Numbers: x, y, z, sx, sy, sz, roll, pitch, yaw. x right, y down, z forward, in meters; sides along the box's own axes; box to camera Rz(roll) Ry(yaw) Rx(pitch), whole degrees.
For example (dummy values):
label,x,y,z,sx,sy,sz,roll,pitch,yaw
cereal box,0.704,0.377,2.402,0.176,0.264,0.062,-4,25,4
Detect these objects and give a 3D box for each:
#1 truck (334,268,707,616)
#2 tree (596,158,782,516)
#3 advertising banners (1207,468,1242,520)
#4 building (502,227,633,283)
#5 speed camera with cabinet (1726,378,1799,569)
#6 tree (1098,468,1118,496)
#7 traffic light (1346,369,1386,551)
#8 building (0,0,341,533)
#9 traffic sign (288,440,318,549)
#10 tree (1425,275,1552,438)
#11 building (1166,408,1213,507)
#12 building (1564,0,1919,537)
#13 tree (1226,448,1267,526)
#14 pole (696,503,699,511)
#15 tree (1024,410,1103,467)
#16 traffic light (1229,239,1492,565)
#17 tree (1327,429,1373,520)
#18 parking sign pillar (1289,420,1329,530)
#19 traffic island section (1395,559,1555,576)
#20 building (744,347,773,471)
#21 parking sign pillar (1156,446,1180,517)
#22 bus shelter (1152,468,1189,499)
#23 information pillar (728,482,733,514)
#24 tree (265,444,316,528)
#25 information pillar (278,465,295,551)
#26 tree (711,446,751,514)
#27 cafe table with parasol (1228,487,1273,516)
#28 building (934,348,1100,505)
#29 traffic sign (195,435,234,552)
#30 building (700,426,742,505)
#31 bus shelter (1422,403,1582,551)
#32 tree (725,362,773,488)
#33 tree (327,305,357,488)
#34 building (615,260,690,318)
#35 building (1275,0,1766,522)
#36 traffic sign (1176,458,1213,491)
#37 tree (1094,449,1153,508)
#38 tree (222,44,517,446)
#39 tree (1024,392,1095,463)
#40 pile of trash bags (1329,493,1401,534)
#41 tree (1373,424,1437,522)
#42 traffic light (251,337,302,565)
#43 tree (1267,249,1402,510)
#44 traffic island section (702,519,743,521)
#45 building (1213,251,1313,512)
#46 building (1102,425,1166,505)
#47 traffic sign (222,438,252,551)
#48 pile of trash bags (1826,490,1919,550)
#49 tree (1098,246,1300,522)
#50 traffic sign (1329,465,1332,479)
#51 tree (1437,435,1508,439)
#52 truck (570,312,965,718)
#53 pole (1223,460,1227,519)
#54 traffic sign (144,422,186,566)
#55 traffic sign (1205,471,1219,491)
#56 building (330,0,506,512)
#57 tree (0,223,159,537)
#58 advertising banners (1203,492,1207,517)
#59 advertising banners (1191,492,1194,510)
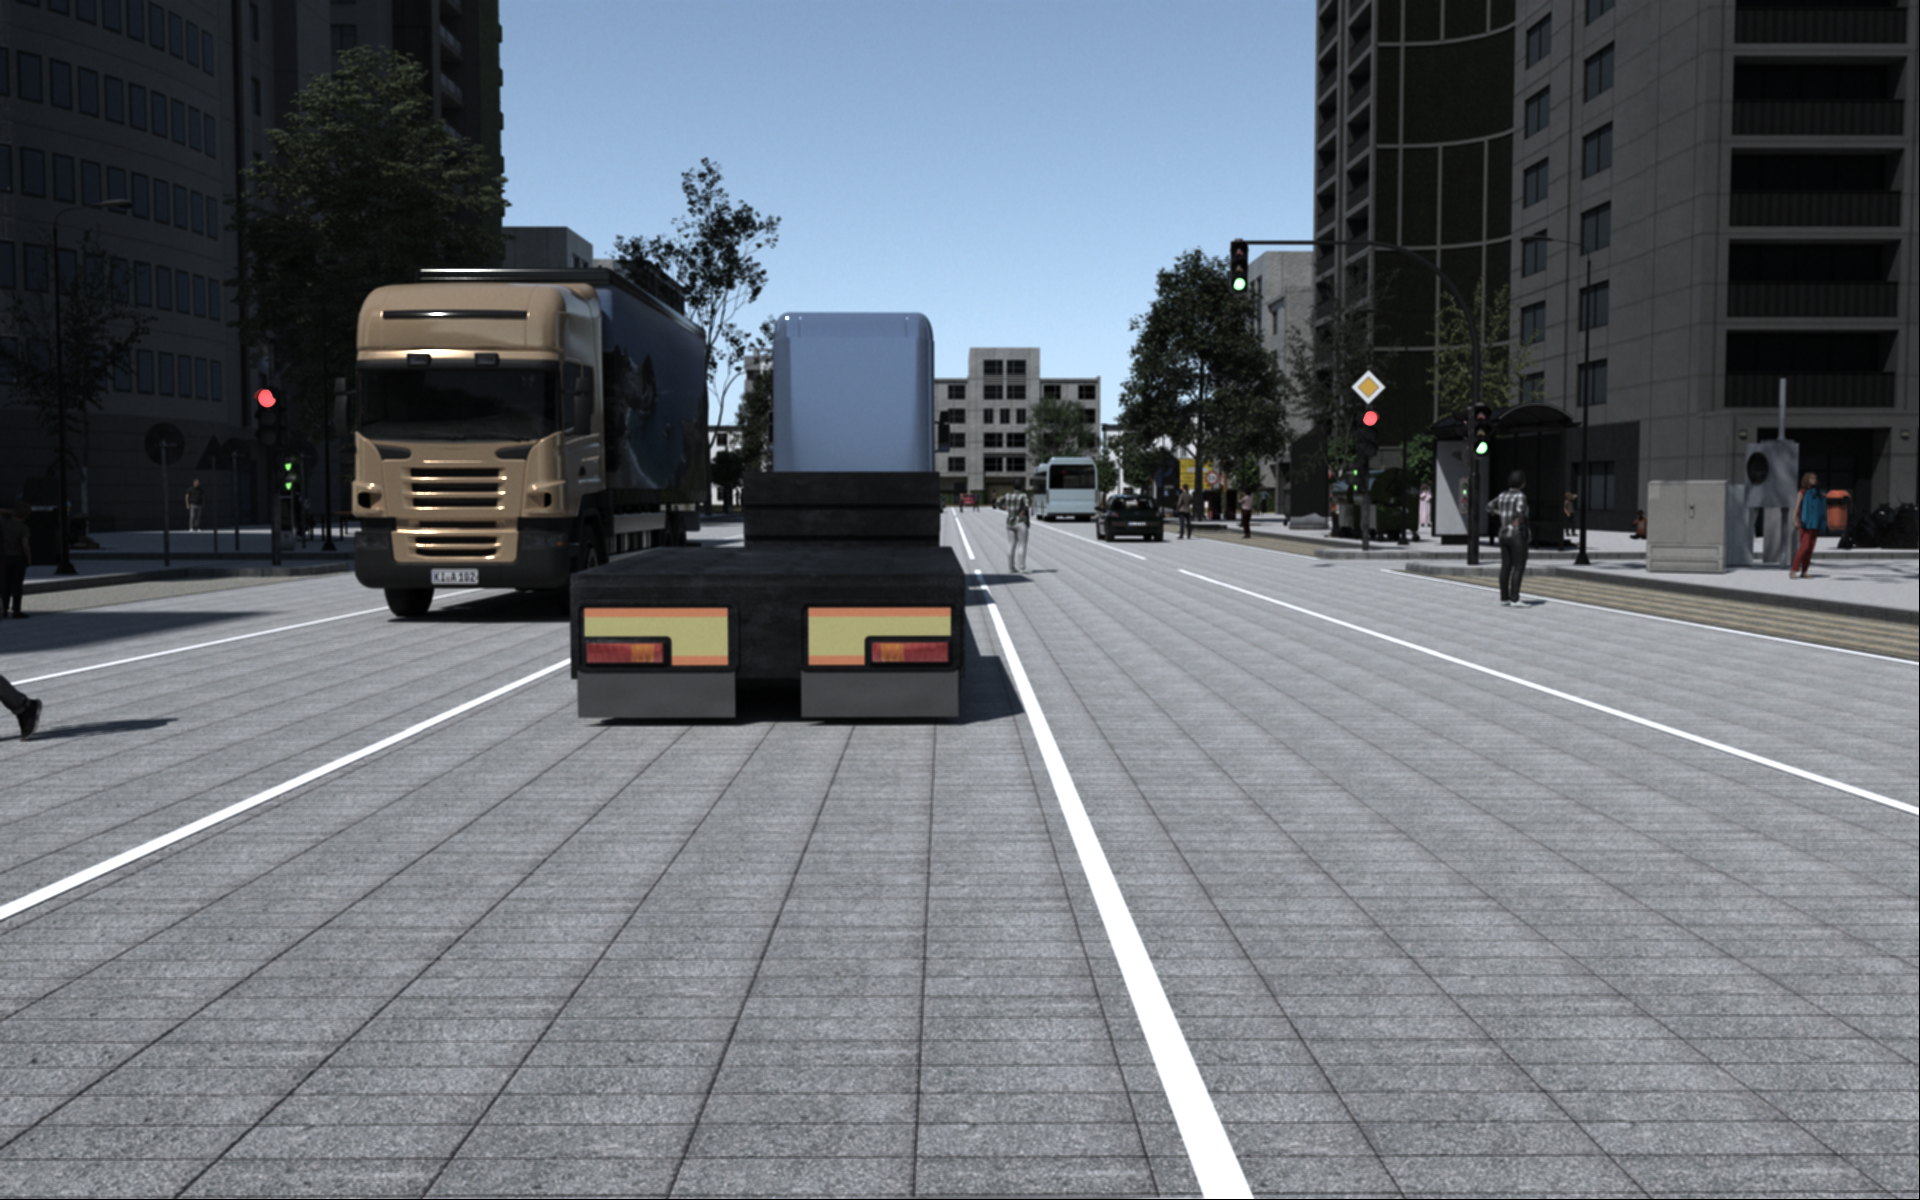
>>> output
label,x,y,z,sx,sy,sz,roll,pitch,yaw
truck,-5.511,-2.132,23.766,2.839,4.237,11.283,0,3,0
tree,-15.466,-14.952,100.355,12.611,20.169,13.585,0,3,0
advertising banners,13.506,-5.516,86.381,2.074,3.025,0.090,0,4,-5
building,-34.444,-16.149,130.487,16.747,18.905,31.486,0,4,0
speed camera with cabinet,13.712,-2.199,30.296,0.660,3.252,2.038,-1,4,-14
tree,10.929,-8.169,128.156,1.663,3.219,1.824,0,3,0
traffic light,9.193,-3.077,39.227,0.839,4.253,0.868,0,4,0
building,-38.181,-31.801,61.953,21.231,58.520,28.212,0,4,0
traffic sign,-15.451,-2.484,40.716,0.768,2.556,0.104,1,4,9
tree,17.782,-6.670,59.411,4.737,8.622,4.395,0,3,0
building,26.237,-13.641,165.174,9.099,9.664,28.070,0,4,0
building,32.555,-37.936,58.501,20.611,71.187,20.563,0,4,0
tree,11.980,-4.683,71.167,1.663,3.219,1.824,0,3,0
pole,-16.643,-7.093,109.816,0.158,3.312,0.155,0,3,0
tree,10.978,-15.397,186.151,8.767,10.594,7.601,-1,4,-21
traffic light,7.163,-3.451,31.085,4.771,5.953,1.251,0,4,0
tree,18.638,-6.197,85.041,4.285,4.588,4.351,0,3,0
parking sign pillar,12.659,-4.539,62.691,1.447,3.967,1.447,2,4,27
traffic island section,9.294,-0.555,31.356,2.009,0.180,2.903,0,4,0
building,-20.759,-22.025,216.531,11.380,20.091,16.016,0,4,0
parking sign pillar,11.592,-6.604,96.452,1.447,3.967,1.447,3,5,41
bus shelter,12.524,-6.678,103.106,2.014,3.302,5.546,0,4,0
information pillar,-14.530,-6.427,109.567,0.304,2.012,0.304,-1,4,-10
tree,-25.693,-4.371,66.066,1.663,3.219,1.824,0,3,0
information pillar,-15.174,-2.112,39.019,0.304,2.012,0.304,-1,4,-16
tree,-15.339,-7.997,114.467,4.285,4.588,4.351,0,3,0
cafe table with parasol,17.352,-6.034,103.517,2.610,1.966,2.610,1,4,19
building,1.140,-21.474,217.552,31.486,18.905,16.747,0,4,0
traffic sign,-16.430,-2.334,38.172,0.884,2.594,0.081,0,4,5
building,-40.457,-16.581,213.243,28.070,9.664,9.099,0,4,0
bus shelter,12.724,-2.887,41.126,2.014,3.302,5.546,0,4,-1
tree,-15.792,-14.199,149.168,9.611,12.733,9.660,0,3,0
tree,-21.588,-6.953,64.044,4.360,8.622,3.978,0,3,0
building,-43.530,-19.646,165.187,32.646,21.610,27.936,0,4,0
building,30.174,-40.288,96.964,20.563,71.187,20.611,0,4,0
traffic sign,13.215,-6.383,98.230,2.265,3.308,0.079,0,4,7
tree,11.733,-7.739,110.247,4.285,4.588,4.351,0,3,0
tree,-15.242,-7.741,44.693,7.486,12.596,7.792,0,3,0
tree,10.085,-15.351,176.746,9.928,11.665,9.643,0,3,0
pile of trash bags,12.751,-2.785,55.286,1.912,1.369,3.447,3,5,39
tree,21.743,-5.898,80.145,4.285,4.588,4.351,0,3,0
traffic light,-12.287,-2.577,31.062,0.839,4.253,0.868,0,4,0
tree,11.525,-6.261,52.737,4.360,8.622,3.978,0,3,0
traffic island section,-12.467,-4.178,91.176,1.991,0.108,1.994,0,4,0
building,30.543,-16.412,134.801,16.747,18.905,31.486,0,4,0
building,31.592,-16.625,213.968,28.070,9.664,9.099,0,4,0
traffic sign,-16.412,-2.395,39.258,0.768,2.556,0.104,0,4,7
pile of trash bags,21.533,-1.892,40.688,3.447,1.369,1.912,-2,4,-29
tree,11.204,-9.986,80.282,9.611,12.733,9.660,0,3,0
traffic sign,14.652,-4.276,70.011,0.768,2.556,0.104,0,4,6
tree,23.309,-5.460,72.980,4.285,4.588,4.351,0,3,0
truck,-1.426,-1.843,19.894,2.967,4.110,18.799,0,4,-1
pole,13.810,-5.890,90.137,0.158,3.312,0.155,0,3,0
traffic sign,-14.110,-1.874,30.745,0.768,2.556,0.104,0,4,5
traffic sign,13.893,-5.839,95.576,0.768,2.556,0.104,0,4,3
building,-33.806,-25.167,95.081,14.154,41.232,14.086,0,4,0
tree,-23.818,-5.875,46.412,4.360,8.622,3.978,0,3,0
advertising banners,13.307,-5.833,91.559,0.090,3.025,2.074,-3,5,-42
advertising banners,11.969,-5.635,88.317,0.090,3.025,2.074,0,4,1
